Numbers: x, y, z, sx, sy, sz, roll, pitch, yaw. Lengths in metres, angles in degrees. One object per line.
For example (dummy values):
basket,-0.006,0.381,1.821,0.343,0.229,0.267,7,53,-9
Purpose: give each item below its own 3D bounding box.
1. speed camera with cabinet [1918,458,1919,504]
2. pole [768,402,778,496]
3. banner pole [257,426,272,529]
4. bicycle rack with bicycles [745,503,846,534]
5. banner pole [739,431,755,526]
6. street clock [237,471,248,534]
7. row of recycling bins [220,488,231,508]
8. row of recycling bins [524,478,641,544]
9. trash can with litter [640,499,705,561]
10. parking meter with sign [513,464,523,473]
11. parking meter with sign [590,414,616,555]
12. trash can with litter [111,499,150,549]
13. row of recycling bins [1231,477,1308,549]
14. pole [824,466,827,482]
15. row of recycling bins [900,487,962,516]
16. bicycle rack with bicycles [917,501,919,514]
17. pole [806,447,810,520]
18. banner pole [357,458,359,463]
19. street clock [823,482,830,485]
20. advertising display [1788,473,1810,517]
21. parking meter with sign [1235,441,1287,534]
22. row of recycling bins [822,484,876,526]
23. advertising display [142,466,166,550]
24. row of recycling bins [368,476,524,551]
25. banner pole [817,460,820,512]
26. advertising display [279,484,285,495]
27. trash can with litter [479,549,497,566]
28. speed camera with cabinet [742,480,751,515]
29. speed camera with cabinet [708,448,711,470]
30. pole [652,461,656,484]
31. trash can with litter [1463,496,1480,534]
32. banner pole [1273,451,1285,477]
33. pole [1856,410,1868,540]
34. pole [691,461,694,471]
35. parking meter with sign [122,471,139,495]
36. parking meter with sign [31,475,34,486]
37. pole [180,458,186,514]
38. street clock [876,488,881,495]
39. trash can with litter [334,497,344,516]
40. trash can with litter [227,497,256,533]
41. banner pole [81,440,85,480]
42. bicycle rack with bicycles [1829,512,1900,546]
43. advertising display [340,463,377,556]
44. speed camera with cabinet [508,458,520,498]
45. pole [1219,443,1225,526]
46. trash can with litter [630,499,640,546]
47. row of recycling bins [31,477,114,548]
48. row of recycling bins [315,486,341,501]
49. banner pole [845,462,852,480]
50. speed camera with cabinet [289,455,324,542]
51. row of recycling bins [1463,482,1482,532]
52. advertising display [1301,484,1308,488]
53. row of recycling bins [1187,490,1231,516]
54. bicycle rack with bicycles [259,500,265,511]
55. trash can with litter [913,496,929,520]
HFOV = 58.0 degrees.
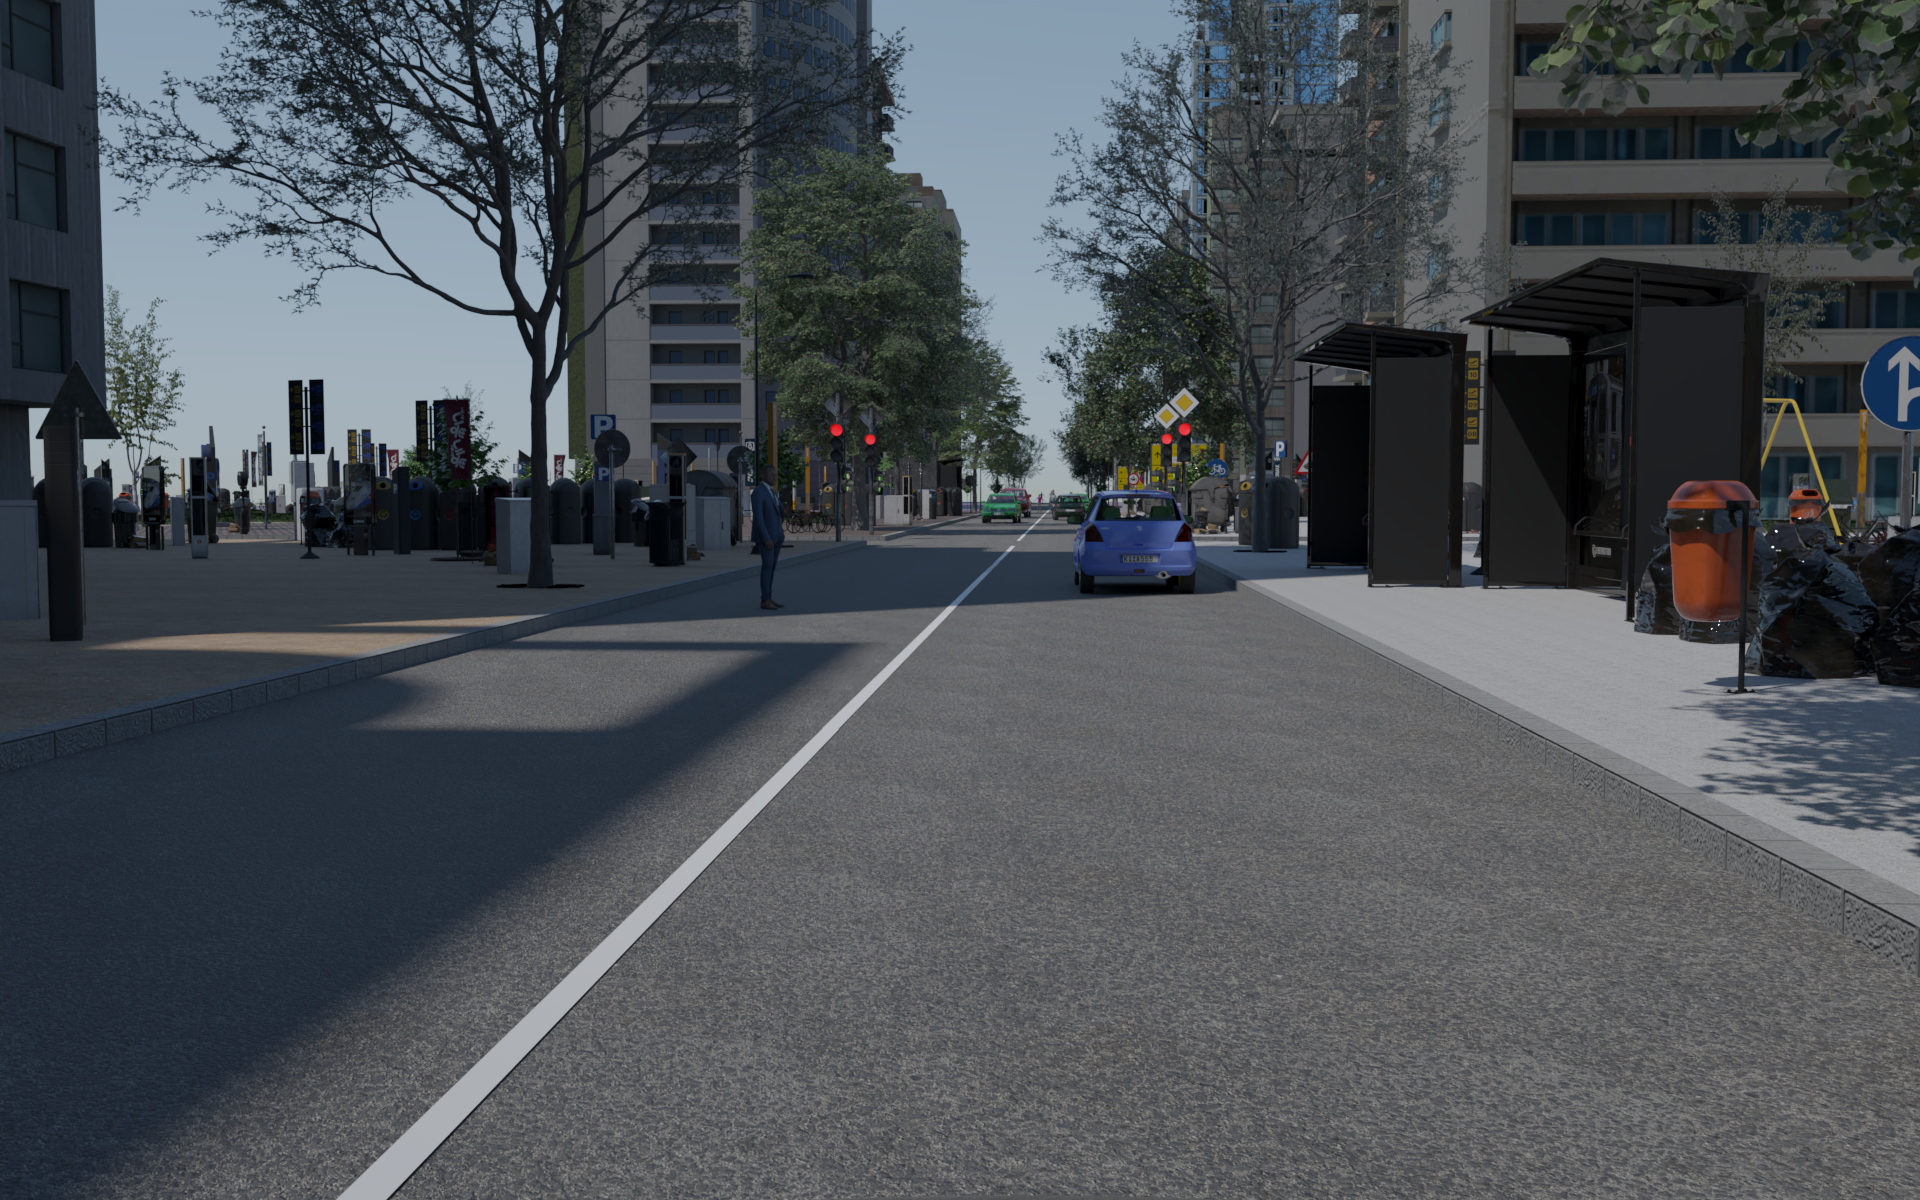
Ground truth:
speed camera with cabinet,23.765,-2.911,41.935,0.660,3.252,2.038,3,5,42
pole,-4.142,-2.721,38.325,0.158,3.312,0.155,0,3,0
banner pole,-25.578,-4.496,63.519,0.401,3.779,0.863,-3,5,-43
bicycle rack with bicycles,-5.080,-2.709,57.679,2.925,0.926,2.852,-3,4,-36
banner pole,-8.468,-4.815,68.742,0.863,3.779,0.401,1,4,15
street clock,-22.765,-3.085,55.007,0.358,2.002,0.471,-3,4,-37
row of recycling bins,-51.022,-6.880,119.598,1.069,1.692,3.534,-2,4,-31
row of recycling bins,-9.814,-2.305,44.793,3.534,1.692,1.069,-3,5,-43
trash can with litter,-5.498,-1.347,33.411,1.055,1.170,0.624,-3,5,-41
parking meter with sign,-25.369,-6.370,100.408,0.543,3.016,1.738,0,4,2
parking meter with sign,-7.658,-2.501,37.150,0.543,3.016,1.738,-1,4,-10
trash can with litter,-19.620,-1.817,41.095,1.055,1.170,0.624,2,4,31
row of recycling bins,7.543,-2.145,42.180,1.069,1.692,3.534,0,4,-2
pole,-9.889,-8.177,127.539,0.158,3.312,0.155,0,3,0
row of recycling bins,-1.588,-5.753,101.179,3.534,1.692,1.069,1,4,10
bicycle rack with bicycles,-1.876,-5.757,107.507,2.852,0.926,2.925,1,4,9
pole,-6.160,-4.662,70.070,0.158,3.312,0.155,0,3,0
banner pole,-41.791,-8.006,120.908,0.401,3.779,0.863,2,4,34
street clock,-7.973,-6.022,103.030,0.471,2.002,0.358,-3,4,-36
advertising display,26.104,-2.978,53.899,0.974,1.923,0.123,-2,4,-35
parking meter with sign,9.750,-3.667,56.224,1.738,3.016,0.543,-2,4,-28
row of recycling bins,-4.499,-3.872,70.424,1.069,1.692,3.534,-2,4,-32
advertising display,-18.485,-2.111,39.723,0.974,1.923,0.123,3,5,43
row of recycling bins,-11.972,-1.996,39.744,3.534,1.692,1.069,0,4,6
banner pole,-10.168,-8.282,125.422,0.401,3.779,0.863,0,4,-5
advertising display,-44.246,-6.595,113.041,0.123,1.923,0.974,-3,4,-37
trash can with litter,-8.079,-1.196,30.948,1.055,1.170,0.624,0,4,7
speed camera with cabinet,-13.413,-6.963,108.182,2.038,3.252,0.660,-3,5,-43
speed camera with cabinet,-11.358,-4.874,74.028,2.038,3.252,0.660,2,4,30
pole,-18.864,-6.911,106.838,0.158,3.312,0.155,0,3,0
trash can with litter,16.405,-2.746,55.954,1.678,1.210,2.233,-2,4,-30
banner pole,16.468,-6.066,89.189,0.863,3.779,0.401,3,5,45
pole,21.873,-2.946,42.009,0.158,3.312,0.155,0,3,0
pole,-15.501,-6.520,100.452,0.158,3.312,0.155,0,3,0
parking meter with sign,-63.997,-8.371,133.134,1.738,3.016,0.543,1,4,15
parking meter with sign,-37.529,-4.481,69.522,1.738,3.016,0.543,-2,4,-26
pole,-43.831,-6.354,97.729,0.158,3.312,0.155,0,3,0
street clock,-4.952,-6.171,105.462,0.358,2.002,0.471,1,4,20
trash can with litter,-23.747,-3.364,66.393,0.624,1.170,1.055,0,4,6
trash can with litter,-24.115,-2.855,58.069,0.624,1.170,1.055,0,4,1
banner pole,-29.474,-4.131,57.556,0.401,3.779,0.863,2,4,34
bicycle rack with bicycles,17.889,-1.230,33.486,2.925,0.926,2.852,-1,4,-12
advertising display,-12.549,-1.897,36.232,0.974,1.923,0.123,2,4,35
speed camera with cabinet,-24.641,-6.155,94.971,0.660,3.252,2.038,-2,4,-35
pole,10.578,-4.649,69.862,0.158,3.312,0.155,0,3,0
trash can with litter,-7.508,-1.882,42.153,1.055,1.170,0.624,2,4,31
row of recycling bins,-22.219,-2.115,41.697,3.534,1.692,1.069,0,4,-2
row of recycling bins,-46.649,-7.278,126.102,3.534,1.692,1.069,1,4,12
banner pole,-7.402,-7.804,117.606,0.863,3.779,0.401,-1,4,-23
speed camera with cabinet,-17.804,-3.234,47.213,0.660,3.252,2.038,-2,4,-29
row of recycling bins,17.524,-3.281,60.765,1.069,1.692,3.534,0,4,-1
advertising display,22.867,-6.689,114.572,0.974,1.923,0.123,-1,4,-23
row of recycling bins,15.177,-5.844,102.667,3.534,1.692,1.069,0,4,-6
bicycle rack with bicycles,-52.608,-7.229,131.583,2.925,0.926,2.852,-2,4,-35
trash can with litter,-2.327,-4.532,85.153,1.678,1.210,2.233,-1,4,-17
